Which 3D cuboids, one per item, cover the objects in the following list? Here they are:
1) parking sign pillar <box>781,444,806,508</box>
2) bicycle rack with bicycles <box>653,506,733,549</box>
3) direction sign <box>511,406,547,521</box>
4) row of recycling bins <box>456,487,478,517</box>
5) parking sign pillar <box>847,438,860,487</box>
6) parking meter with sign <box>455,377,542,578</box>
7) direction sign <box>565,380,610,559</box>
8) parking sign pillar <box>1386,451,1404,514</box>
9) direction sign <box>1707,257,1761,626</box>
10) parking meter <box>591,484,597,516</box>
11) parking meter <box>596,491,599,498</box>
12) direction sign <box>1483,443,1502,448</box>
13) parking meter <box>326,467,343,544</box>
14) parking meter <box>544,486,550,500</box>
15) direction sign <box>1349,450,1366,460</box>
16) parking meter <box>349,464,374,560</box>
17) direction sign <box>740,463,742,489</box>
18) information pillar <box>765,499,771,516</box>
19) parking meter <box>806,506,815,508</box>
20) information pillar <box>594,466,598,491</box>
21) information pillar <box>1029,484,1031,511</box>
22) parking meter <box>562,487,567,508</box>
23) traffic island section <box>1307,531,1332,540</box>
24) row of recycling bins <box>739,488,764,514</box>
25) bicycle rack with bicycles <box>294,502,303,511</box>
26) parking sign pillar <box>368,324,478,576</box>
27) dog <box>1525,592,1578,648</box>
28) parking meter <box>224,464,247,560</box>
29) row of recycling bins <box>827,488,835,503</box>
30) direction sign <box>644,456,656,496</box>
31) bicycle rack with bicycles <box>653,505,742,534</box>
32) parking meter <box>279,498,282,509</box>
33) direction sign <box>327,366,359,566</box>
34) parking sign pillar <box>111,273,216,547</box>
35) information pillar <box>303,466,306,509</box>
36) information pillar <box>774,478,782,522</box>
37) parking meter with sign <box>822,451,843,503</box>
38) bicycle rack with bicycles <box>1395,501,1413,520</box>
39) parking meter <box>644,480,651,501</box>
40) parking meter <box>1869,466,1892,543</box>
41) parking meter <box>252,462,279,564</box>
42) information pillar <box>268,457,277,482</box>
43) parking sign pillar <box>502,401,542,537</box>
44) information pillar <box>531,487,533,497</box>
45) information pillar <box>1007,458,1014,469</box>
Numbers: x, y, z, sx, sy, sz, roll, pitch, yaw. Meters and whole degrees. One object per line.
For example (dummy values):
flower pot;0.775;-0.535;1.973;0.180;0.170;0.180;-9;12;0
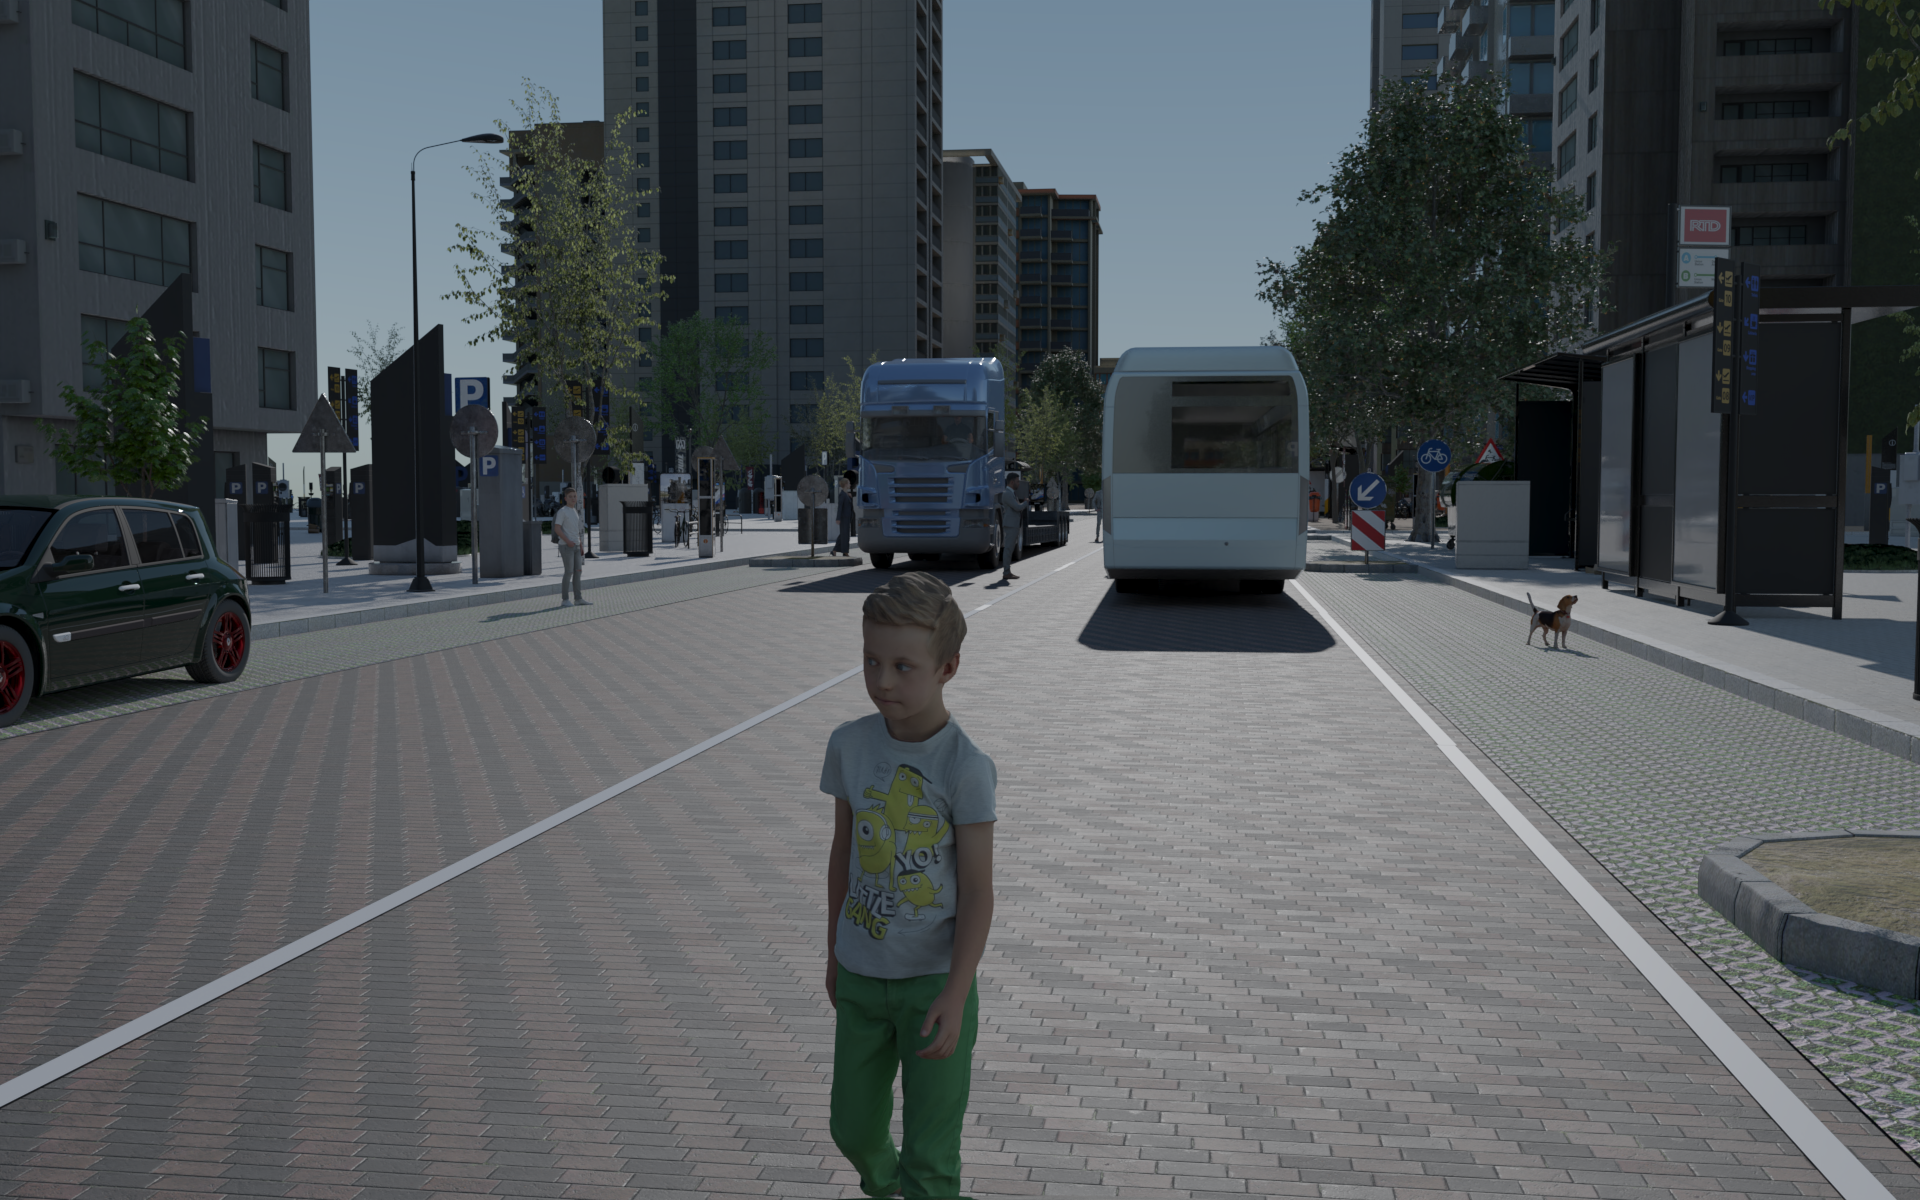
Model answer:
parking sign pillar;-8.898;-6.378;92.757;1.447;3.967;1.447;1;4;13
bicycle rack with bicycles;-7.148;-1.731;41.683;2.852;0.926;2.925;0;4;0
direction sign;-11.168;-3.238;44.933;0.876;3.537;0.379;-1;4;-23
row of recycling bins;-28.229;-5.421;95.743;3.534;1.692;1.069;0;4;2
parking sign pillar;-4.490;-5.465;77.831;1.447;3.967;1.447;3;5;43
parking meter with sign;-7.051;-1.860;26.675;0.543;3.016;1.738;1;4;15
direction sign;-7.407;-2.601;34.526;0.876;3.537;0.379;0;4;0
parking sign pillar;26.910;-7.277;107.452;1.447;3.967;1.447;-3;4;-37
direction sign;7.550;-1.524;16.915;0.876;3.537;0.379;-3;5;-40
parking meter;-21.489;-5.872;101.715;0.255;1.863;0.399;-1;4;-17
parking meter;-25.629;-6.969;122.346;0.372;1.533;0.369;0;3;0
direction sign;23.703;-5.207;77.124;0.876;3.537;0.379;1;4;17
parking meter;-13.227;-1.886;36.541;0.255;1.863;0.399;0;4;7
parking meter;-28.354;-6.922;118.891;0.255;1.863;0.399;-2;4;-34
direction sign;20.398;-5.927;88.896;0.876;3.537;0.379;1;4;16
parking meter;-11.588;-1.702;33.534;0.399;1.863;0.255;0;4;3
direction sign;-16.219;-8.341;128.379;0.379;3.537;0.876;-1;4;-18
information pillar;-11.348;-5.972;102.139;0.304;2.012;0.304;-1;4;-16
parking meter;-7.060;-4.653;81.792;0.399;1.863;0.255;3;5;42
information pillar;-29.954;-9.247;142.542;0.183;3.616;0.504;-3;5;-43
information pillar;4.939;-7.339;124.488;0.304;2.012;0.304;0;4;-6
parking meter;-31.391;-8.062;137.519;0.399;1.863;0.255;-3;5;-41
traffic island section;10.687;-2.000;54.979;2.009;0.180;2.903;1;4;8
row of recycling bins;-12.704;-6.497;113.331;3.534;1.692;1.069;-1;4;-19
bicycle rack with bicycles;-50.174;-7.404;134.439;2.925;0.926;2.852;-2;4;-23
parking sign pillar;-8.791;-2.409;27.854;1.447;3.967;1.447;1;4;18
dog;5.520;0.190;16.174;0.540;0.507;0.406;2;4;30
parking meter;-14.002;-1.699;33.493;0.399;1.863;0.255;-1;4;-21
row of recycling bins;-8.236;-6.944;120.641;3.534;1.692;1.069;2;4;33
direction sign;-18.552;-6.749;102.337;0.876;3.537;0.379;-1;4;-15
bicycle rack with bicycles;-8.272;-2.592;55.756;2.852;0.926;2.925;-2;4;-34
parking meter;-47.929;-6.947;121.999;0.372;1.533;0.369;0;3;0
direction sign;-11.068;-2.395;31.158;0.379;3.537;0.876;1;4;14
parking sign pillar;-9.953;-2.028;21.637;1.447;3.967;1.447;2;4;26
information pillar;-55.173;-9.441;145.721;0.183;3.616;0.504;-1;4;-13
information pillar;-8.415;-4.619;80.017;0.304;2.012;0.304;-1;4;-19
parking meter with sign;-4.765;-4.591;71.318;1.738;3.016;0.543;-2;4;-26
bicycle rack with bicycles;22.241;-4.515;87.205;2.852;0.926;2.925;0;4;0
parking meter;-12.419;-3.836;68.434;0.399;1.863;0.255;-3;5;-43
parking meter;19.060;-1.844;35.856;0.399;1.863;0.255;2;4;28
parking meter;-12.804;-1.605;31.953;0.399;1.863;0.255;0;4;1
information pillar;-42.732;-7.113;107.644;0.504;3.616;0.183;-2;4;-29
parking sign pillar;-13.099;-3.831;51.108;1.447;3.967;1.447;0;4;2
information pillar;-31.629;-7.513;127.322;0.304;2.012;0.304;3;5;42
information pillar;3.279;-7.342;111.403;0.504;3.616;0.183;-2;4;-27
